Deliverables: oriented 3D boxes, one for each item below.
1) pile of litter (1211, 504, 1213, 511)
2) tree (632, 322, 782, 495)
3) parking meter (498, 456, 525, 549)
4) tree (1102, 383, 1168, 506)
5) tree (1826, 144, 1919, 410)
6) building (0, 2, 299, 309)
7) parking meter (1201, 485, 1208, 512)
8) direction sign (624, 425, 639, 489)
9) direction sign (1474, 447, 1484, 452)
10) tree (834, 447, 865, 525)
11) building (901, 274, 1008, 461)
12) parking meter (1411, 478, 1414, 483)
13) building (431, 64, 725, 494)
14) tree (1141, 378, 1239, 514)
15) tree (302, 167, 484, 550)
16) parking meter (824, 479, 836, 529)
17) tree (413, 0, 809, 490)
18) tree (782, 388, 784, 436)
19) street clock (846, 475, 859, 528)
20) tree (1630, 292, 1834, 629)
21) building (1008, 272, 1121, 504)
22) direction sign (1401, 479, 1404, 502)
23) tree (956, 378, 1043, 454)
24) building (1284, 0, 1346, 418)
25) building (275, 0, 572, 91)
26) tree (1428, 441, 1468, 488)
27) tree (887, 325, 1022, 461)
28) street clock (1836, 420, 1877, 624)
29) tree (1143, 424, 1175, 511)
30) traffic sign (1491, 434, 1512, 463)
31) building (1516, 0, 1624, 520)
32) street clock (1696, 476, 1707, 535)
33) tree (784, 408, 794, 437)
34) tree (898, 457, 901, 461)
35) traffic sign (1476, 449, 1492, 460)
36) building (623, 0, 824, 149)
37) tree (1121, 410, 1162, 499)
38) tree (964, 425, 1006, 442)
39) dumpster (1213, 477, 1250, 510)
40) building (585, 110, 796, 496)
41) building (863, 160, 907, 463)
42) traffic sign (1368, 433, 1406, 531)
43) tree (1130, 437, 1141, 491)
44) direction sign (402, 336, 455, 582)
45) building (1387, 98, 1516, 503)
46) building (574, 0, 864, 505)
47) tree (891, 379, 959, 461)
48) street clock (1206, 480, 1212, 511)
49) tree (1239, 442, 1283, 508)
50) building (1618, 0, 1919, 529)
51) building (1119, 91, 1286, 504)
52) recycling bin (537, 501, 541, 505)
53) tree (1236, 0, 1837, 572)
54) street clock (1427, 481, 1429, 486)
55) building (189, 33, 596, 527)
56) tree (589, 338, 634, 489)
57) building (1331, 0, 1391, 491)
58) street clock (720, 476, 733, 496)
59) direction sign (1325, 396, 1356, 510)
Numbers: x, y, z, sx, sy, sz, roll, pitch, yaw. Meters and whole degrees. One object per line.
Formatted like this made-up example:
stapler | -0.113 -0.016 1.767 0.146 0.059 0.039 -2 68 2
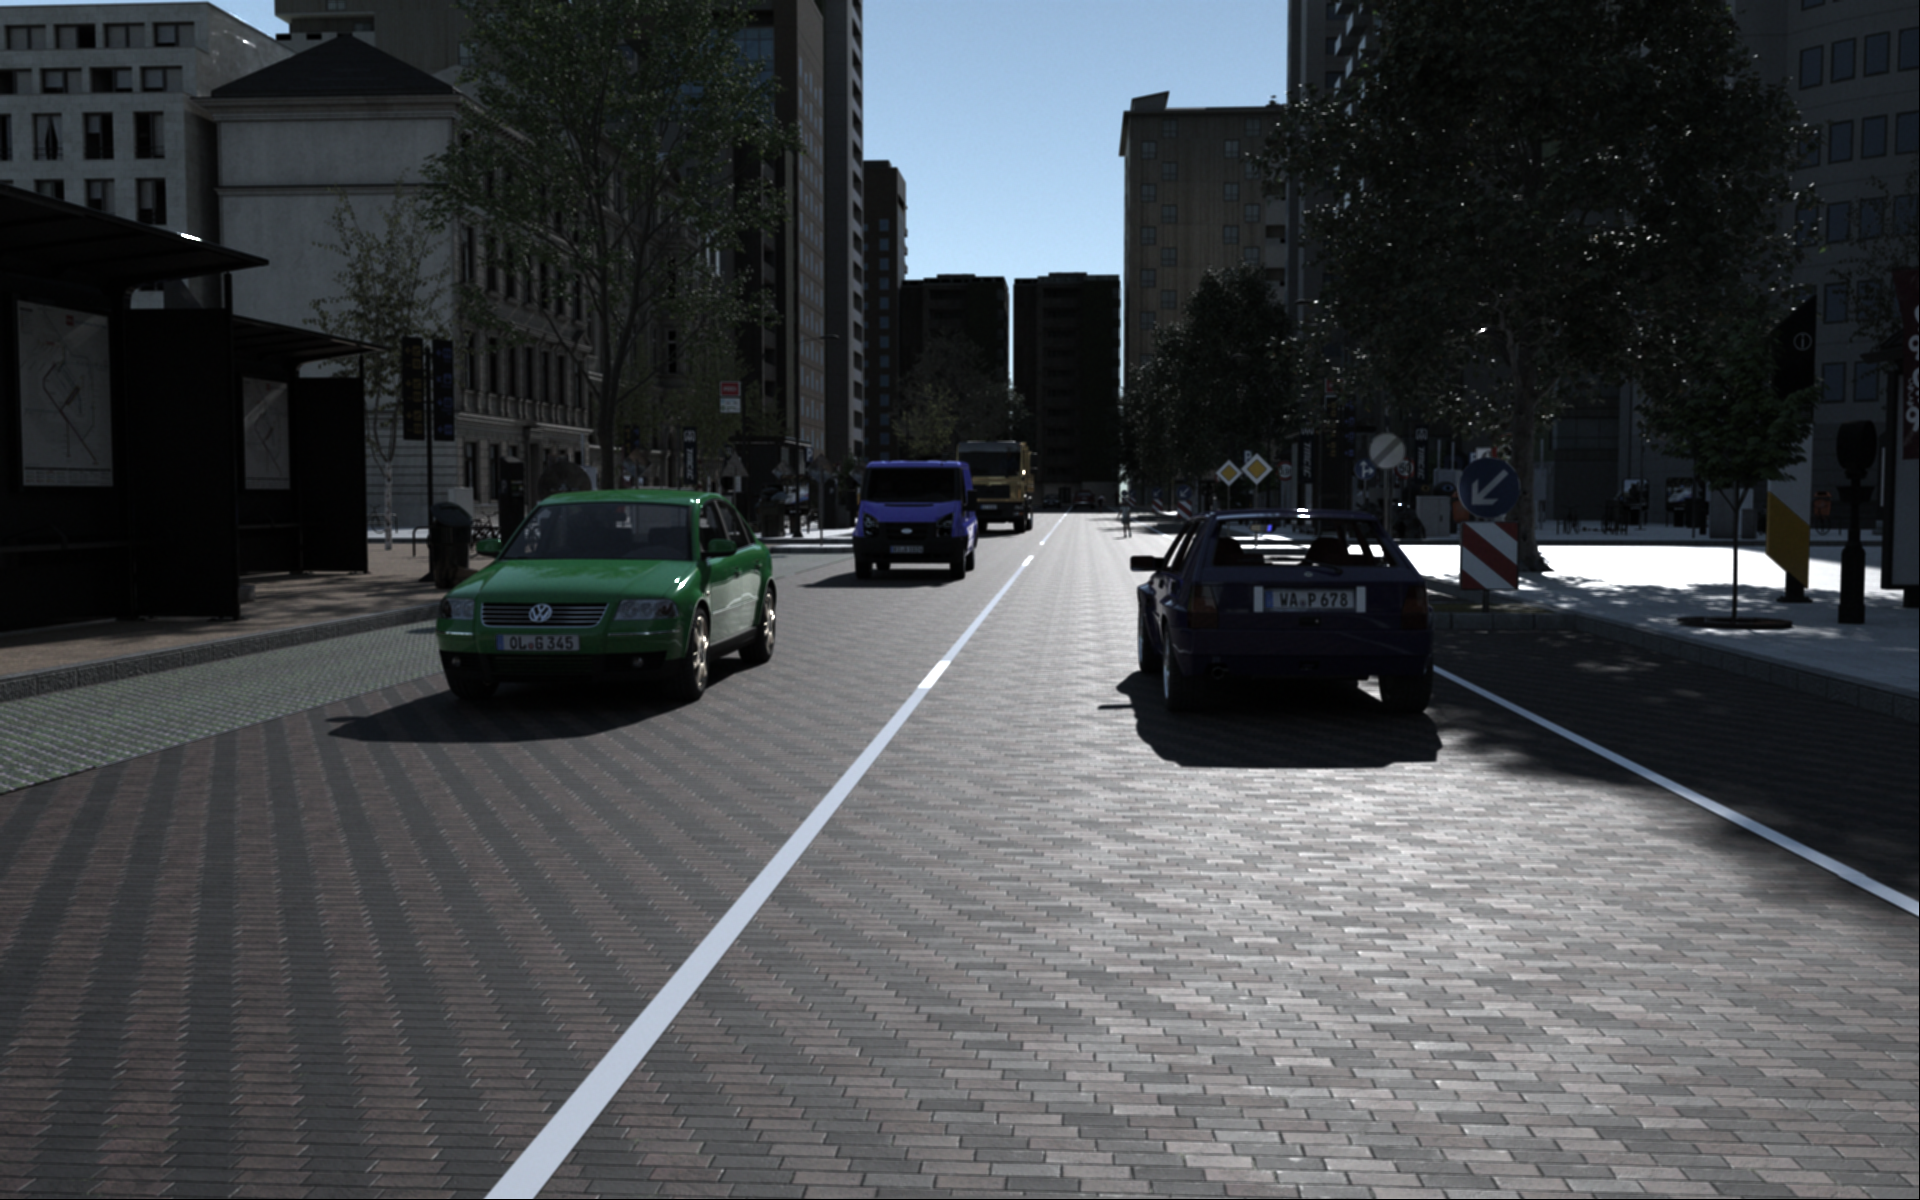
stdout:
pile of litter | 15.042 -5.470 103.395 1.176 0.858 1.719 0 4 5
tree | -10.506 -7.468 72.462 4.737 8.622 4.395 0 3 0
parking meter | -6.914 -1.288 26.769 0.255 1.863 0.399 -3 5 -39
tree | 20.589 -17.521 193.126 9.857 13.997 8.962 0 3 0
tree | 20.740 -5.316 37.280 4.360 8.622 3.978 0 3 0
building | -37.305 -13.255 71.479 16.860 20.320 10.420 0 4 4
parking meter | 16.558 -6.819 117.205 0.399 1.863 0.255 -1 4 -14
direction sign | -10.764 -3.968 56.868 0.379 3.537 0.876 1 4 22
direction sign | 25.095 -5.619 83.872 0.379 3.537 0.876 -1 4 -11
tree | -4.627 -4.731 71.949 1.663 3.219 1.824 0 3 0
building | -0.618 -28.075 230.721 14.107 30.474 14.160 0 4 4
parking meter | 16.626 -3.511 63.109 0.255 1.863 0.399 -2 4 -34
building | -22.694 -17.302 101.973 14.460 24.649 34.723 0 4 4
tree | 13.440 -8.962 96.894 4.737 8.622 4.395 0 3 0
tree | -13.136 -5.472 39.835 4.360 8.622 3.978 0 3 0
parking meter | -4.760 -3.525 63.351 0.399 1.863 0.255 -3 5 -44
tree | -6.548 -6.512 32.223 9.928 11.665 9.643 0 3 0
tree | -11.999 -8.225 84.837 4.737 8.622 4.395 0 3 0
street clock | -4.127 -3.783 66.428 0.471 2.002 0.358 1 4 12
tree | 7.581 -1.351 16.693 1.663 3.219 1.824 0 3 0
building | 14.065 -27.969 228.996 14.107 30.474 14.160 0 4 4
direction sign | 25.332 -6.559 99.229 0.379 3.537 0.876 0 4 4
tree | 4.203 -17.273 189.066 9.857 13.997 8.962 0 3 0
building | 42.608 -38.395 169.758 21.231 58.520 28.212 0 4 4
building | -52.890 -35.943 176.899 27.495 52.752 28.713 0 4 4
tree | 30.139 -7.549 107.135 4.285 4.588 4.351 0 3 0
tree | -0.297 -13.133 125.099 12.009 13.543 11.850 0 3 0
street clock | 8.842 -0.768 17.120 0.471 2.002 0.358 -3 5 -44
tree | 15.671 -10.949 129.379 4.360 8.622 3.978 0 3 0
traffic sign | 11.443 -2.201 36.084 0.768 2.556 0.104 1 4 11
building | 36.359 -24.819 89.381 14.154 41.232 14.086 0 4 4
street clock | 23.503 -3.068 54.733 0.471 2.002 0.358 2 4 27
tree | -12.590 -9.896 112.168 4.737 8.622 4.395 0 3 0
tree | -3.033 -5.794 89.333 1.663 3.219 1.824 0 3 0
traffic sign | 11.646 -2.202 38.133 0.606 2.300 0.079 1 4 13
building | -19.492 -30.444 147.863 14.600 45.320 14.200 0 4 4
tree | 18.694 -14.021 163.654 7.601 10.594 8.767 0 4 -7
tree | 2.495 -13.388 169.259 4.737 8.622 4.395 0 3 0
dumpster | 11.443 -4.296 72.739 1.502 2.255 1.985 0 4 4
building | -20.796 -22.174 134.246 14.160 30.474 14.107 0 4 4
building | -14.702 -35.574 231.753 14.200 45.320 14.600 0 4 4
traffic sign | 8.847 -2.193 35.969 0.768 2.556 0.104 0 4 6
tree | 19.998 -14.331 184.666 4.737 8.622 4.395 0 3 0
direction sign | -7.745 -2.037 25.299 0.379 3.537 0.876 2 4 35
building | 35.709 -21.068 116.163 14.160 30.474 14.107 0 4 4
building | -24.432 -38.918 178.305 28.212 58.520 21.231 0 4 4
tree | -2.004 -9.775 110.189 4.360 8.622 3.978 0 3 0
street clock | 13.185 -5.336 91.816 0.358 2.002 0.471 1 4 9
tree | 11.098 -4.258 64.225 1.663 3.219 1.824 0 3 0
building | 44.217 -32.282 69.814 28.212 58.520 21.231 0 4 4
building | 35.510 -39.478 234.703 27.495 52.752 28.713 0 4 4
recycling bin | -14.311 -2.942 60.662 0.722 1.027 0.722 3 4 38
tree | 9.402 -6.814 28.417 9.611 12.733 9.660 0 3 0
street clock | 24.243 -5.235 90.170 0.358 2.002 0.471 1 4 22
building | -23.209 -12.877 75.159 10.561 19.102 19.286 0 4 4
tree | -14.755 -7.783 77.614 4.737 8.622 4.395 0 3 0
building | 42.328 -31.772 139.088 23.786 49.044 30.456 0 4 4
street clock | -9.235 -3.909 68.476 0.471 2.002 0.358 -1 4 -20
direction sign | 8.849 -2.955 40.313 0.379 3.537 0.876 -3 4 -37
